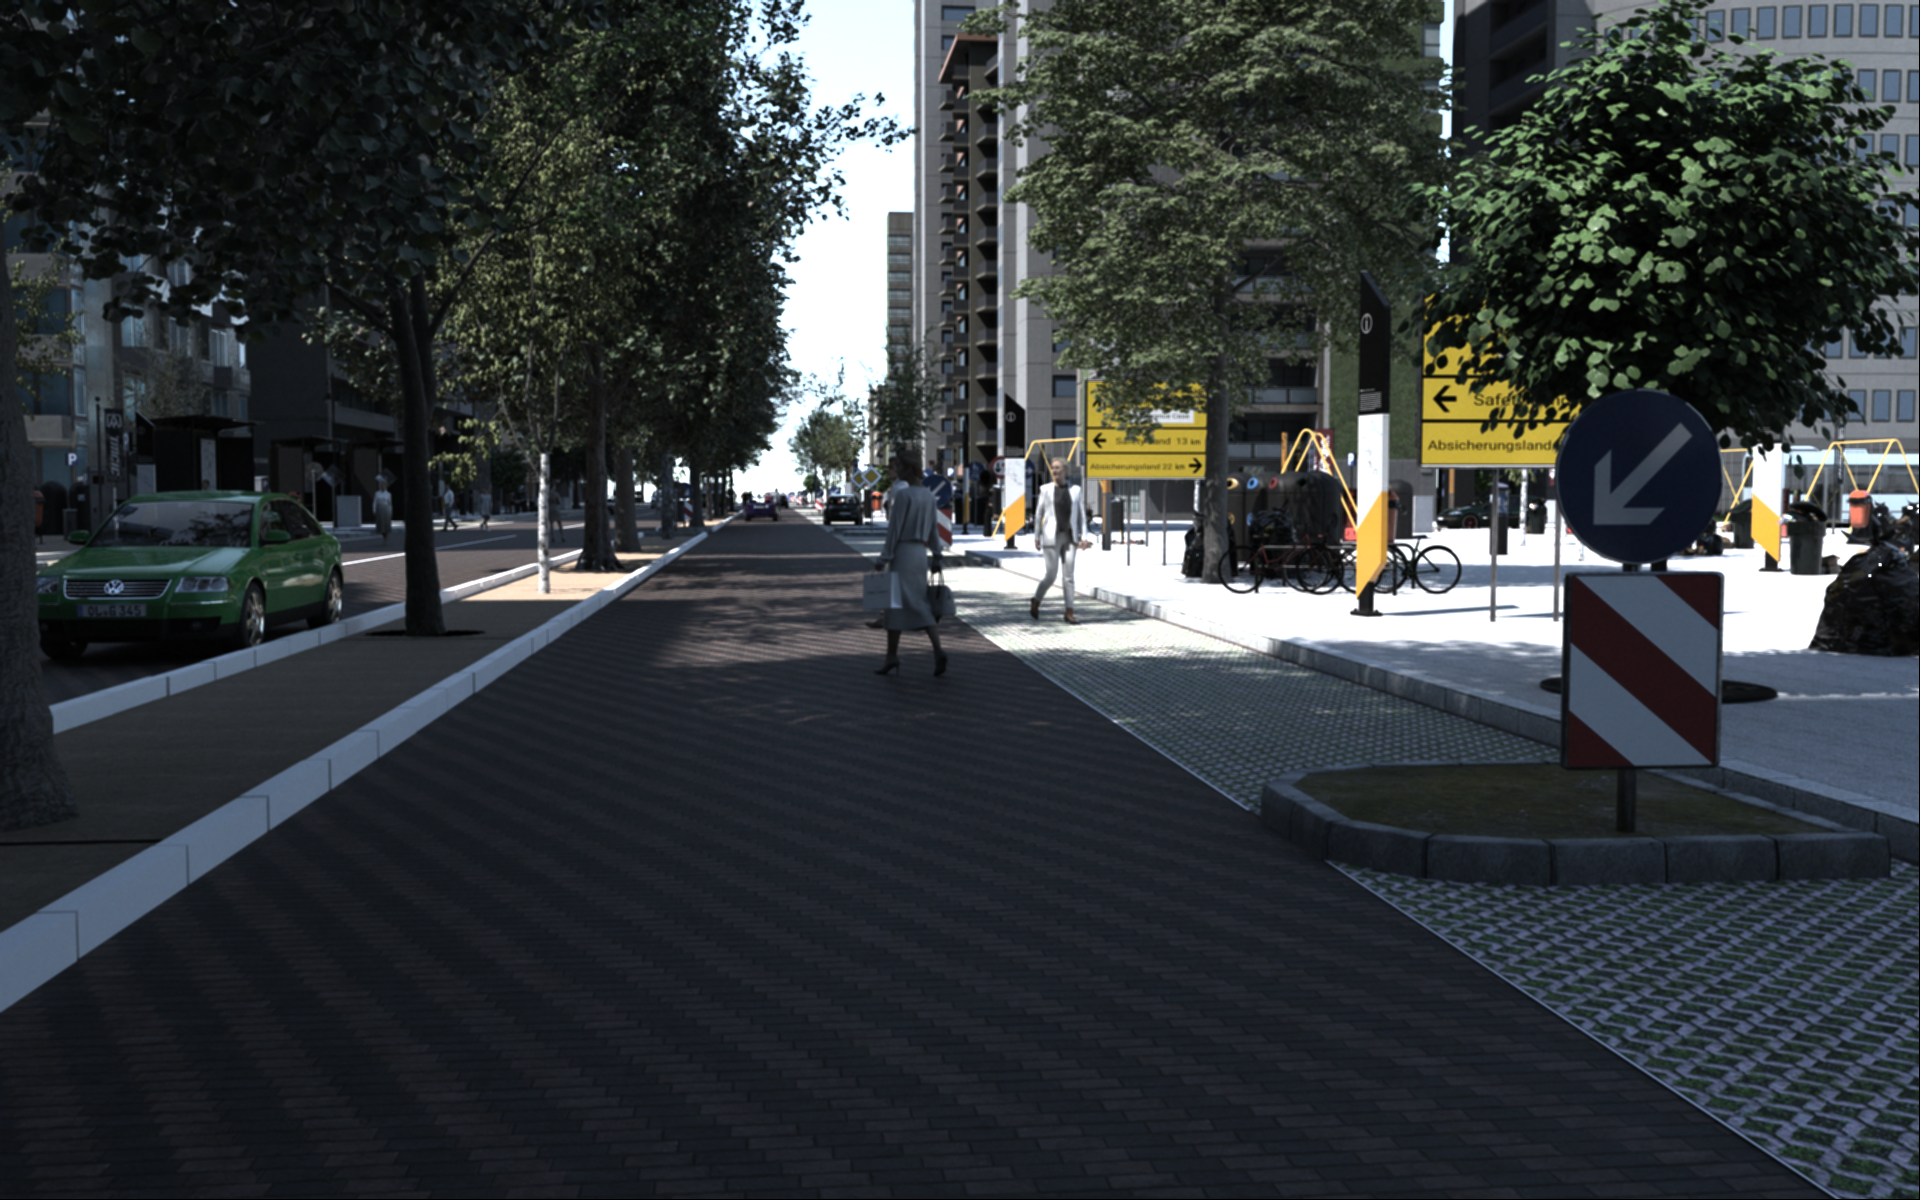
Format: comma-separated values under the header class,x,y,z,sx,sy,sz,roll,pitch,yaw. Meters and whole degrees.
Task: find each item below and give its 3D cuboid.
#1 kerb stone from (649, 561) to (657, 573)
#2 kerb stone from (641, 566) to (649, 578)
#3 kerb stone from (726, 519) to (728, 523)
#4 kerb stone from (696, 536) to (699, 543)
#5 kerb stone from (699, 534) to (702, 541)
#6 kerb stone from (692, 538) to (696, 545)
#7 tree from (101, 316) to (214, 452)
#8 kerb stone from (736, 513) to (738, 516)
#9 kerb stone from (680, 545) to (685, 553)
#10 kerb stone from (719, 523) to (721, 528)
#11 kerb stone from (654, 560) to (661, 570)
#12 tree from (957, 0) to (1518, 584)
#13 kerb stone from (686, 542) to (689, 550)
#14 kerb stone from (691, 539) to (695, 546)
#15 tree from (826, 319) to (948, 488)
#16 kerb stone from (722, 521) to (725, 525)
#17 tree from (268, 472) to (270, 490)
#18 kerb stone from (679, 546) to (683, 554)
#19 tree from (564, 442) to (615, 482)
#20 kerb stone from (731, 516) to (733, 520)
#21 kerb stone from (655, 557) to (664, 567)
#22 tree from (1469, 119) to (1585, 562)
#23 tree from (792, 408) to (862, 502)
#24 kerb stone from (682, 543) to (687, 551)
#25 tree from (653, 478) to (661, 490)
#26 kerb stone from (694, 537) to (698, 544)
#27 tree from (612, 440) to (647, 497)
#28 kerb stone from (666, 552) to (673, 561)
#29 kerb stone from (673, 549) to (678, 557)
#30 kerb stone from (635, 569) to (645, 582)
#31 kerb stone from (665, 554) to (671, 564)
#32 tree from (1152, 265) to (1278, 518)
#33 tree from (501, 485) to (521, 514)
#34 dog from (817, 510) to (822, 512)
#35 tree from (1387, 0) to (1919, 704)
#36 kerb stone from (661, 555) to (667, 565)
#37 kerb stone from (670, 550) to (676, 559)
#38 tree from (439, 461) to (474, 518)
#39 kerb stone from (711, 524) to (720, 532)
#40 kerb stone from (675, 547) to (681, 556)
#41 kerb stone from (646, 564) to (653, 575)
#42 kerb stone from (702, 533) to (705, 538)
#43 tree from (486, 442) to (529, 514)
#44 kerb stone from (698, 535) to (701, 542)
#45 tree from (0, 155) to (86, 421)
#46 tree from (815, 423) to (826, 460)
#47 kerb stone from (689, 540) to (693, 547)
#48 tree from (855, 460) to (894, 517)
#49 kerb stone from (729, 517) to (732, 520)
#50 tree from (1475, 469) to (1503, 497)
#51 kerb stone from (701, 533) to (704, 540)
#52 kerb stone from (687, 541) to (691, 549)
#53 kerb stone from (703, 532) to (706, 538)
class,x,y,z,sx,sy,sz,roll,pitch,yaw
kerb stone,-5.606,-0.556,31.288,0.120,0.150,1.000,0,4,-6
kerb stone,-5.389,-0.431,29.241,0.120,0.150,1.000,0,4,-6
kerb stone,-11.026,-3.581,80.741,0.120,0.150,1.000,0,4,-6
kerb stone,-7.622,-1.678,49.627,0.120,0.150,1.000,0,4,-6
kerb stone,-7.843,-1.802,51.660,0.120,0.150,1.000,0,4,-6
kerb stone,-7.396,-1.551,47.596,0.120,0.150,1.000,0,4,-6
tree,-31.995,-7.309,69.866,4.360,8.622,3.978,0,3,0
kerb stone,-13.594,-5.010,104.167,0.120,0.150,1.000,0,4,-6
kerb stone,-6.728,-1.172,41.468,0.120,0.150,1.000,0,4,-6
kerb stone,-9.903,-2.953,70.534,0.120,0.150,1.000,0,4,-6
kerb stone,-5.725,-0.614,32.303,0.120,0.150,1.000,0,4,-6
tree,3.815,-6.483,24.117,7.486,12.596,7.792,0,3,0
kerb stone,-6.947,-1.303,43.507,0.120,0.150,1.000,0,4,-6
kerb stone,-7.288,-1.491,46.571,0.120,0.150,1.000,0,4,-6
tree,-2.305,-7.433,71.891,4.737,8.622,4.395,0,3,0
kerb stone,-10.460,-3.269,75.638,0.120,0.150,1.000,0,4,-6
tree,-31.817,-5.344,81.970,1.663,3.219,1.824,0,3,0
kerb stone,-6.620,-1.112,40.448,0.120,0.150,1.000,0,4,-6
tree,-36.624,-15.409,170.058,7.486,12.596,7.792,0,3,0
kerb stone,-12.143,-4.197,90.921,0.120,0.150,1.000,0,4,-6
kerb stone,-5.843,-0.676,33.324,0.120,0.150,1.000,0,4,-6
tree,11.540,-5.030,32.595,4.737,8.622,4.395,0,3,0
tree,-14.448,-15.426,186.626,8.767,10.594,7.601,-2,4,-34
kerb stone,-6.838,-1.237,42.484,0.120,0.150,1.000,0,4,-6
tree,-45.804,-17.318,266.860,4.285,4.588,4.351,0,3,0
kerb stone,-7.505,-1.614,48.612,0.120,0.150,1.000,0,4,-6
tree,-39.044,-15.987,195.804,8.767,10.594,7.601,0,4,6
kerb stone,-6.167,-0.866,36.381,0.120,0.150,1.000,0,4,-6
kerb stone,-6.395,-0.992,38.415,0.120,0.150,1.000,0,4,-6
kerb stone,-5.269,-0.368,28.214,0.120,0.150,1.000,0,4,-6
kerb stone,-6.050,-0.806,35.366,0.120,0.150,1.000,0,4,-6
tree,7.594,-6.356,54.286,4.360,8.622,3.978,0,3,0
tree,-29.487,-7.295,113.873,1.663,3.219,1.824,0,3,0
dog,-11.173,-7.334,136.744,0.800,0.831,0.513,-2,4,-30
tree,4.579,-1.674,11.079,4.285,4.588,4.351,0,3,0
kerb stone,-5.960,-0.743,34.347,0.120,0.150,1.000,0,4,-6
kerb stone,-6.283,-0.930,37.399,0.120,0.150,1.000,0,4,-6
tree,-26.482,-5.926,91.486,1.663,3.219,1.824,0,3,0
kerb stone,-9.685,-2.829,68.502,0.120,0.150,1.000,0,4,-6
kerb stone,-6.507,-1.054,39.432,0.120,0.150,1.000,0,4,-6
kerb stone,-5.503,-0.484,30.263,0.120,0.150,1.000,0,4,-6
kerb stone,-8.061,-1.927,53.700,0.120,0.150,1.000,0,4,-6
tree,-28.787,-7.711,109.793,4.285,4.588,4.351,0,3,0
kerb stone,-7.732,-1.740,50.644,0.120,0.150,1.000,0,4,-6
tree,-20.941,-5.277,36.650,4.737,8.622,4.395,0,3,0
tree,-7.965,-10.550,122.860,4.737,8.622,4.395,0,3,0
kerb stone,-7.173,-1.423,45.551,0.120,0.150,1.000,0,4,-6
tree,-4.542,-6.310,97.768,1.663,3.219,1.824,0,3,0
kerb stone,-11.911,-4.079,88.884,0.120,0.150,1.000,0,4,-6
tree,24.833,-5.400,82.890,1.663,3.219,1.824,0,3,0
kerb stone,-7.954,-1.865,52.684,0.120,0.150,1.000,0,4,-6
kerb stone,-7.061,-1.366,44.528,0.120,0.150,1.000,0,4,-6
kerb stone,-8.182,-1.987,54.716,0.120,0.150,1.000,0,4,-6
